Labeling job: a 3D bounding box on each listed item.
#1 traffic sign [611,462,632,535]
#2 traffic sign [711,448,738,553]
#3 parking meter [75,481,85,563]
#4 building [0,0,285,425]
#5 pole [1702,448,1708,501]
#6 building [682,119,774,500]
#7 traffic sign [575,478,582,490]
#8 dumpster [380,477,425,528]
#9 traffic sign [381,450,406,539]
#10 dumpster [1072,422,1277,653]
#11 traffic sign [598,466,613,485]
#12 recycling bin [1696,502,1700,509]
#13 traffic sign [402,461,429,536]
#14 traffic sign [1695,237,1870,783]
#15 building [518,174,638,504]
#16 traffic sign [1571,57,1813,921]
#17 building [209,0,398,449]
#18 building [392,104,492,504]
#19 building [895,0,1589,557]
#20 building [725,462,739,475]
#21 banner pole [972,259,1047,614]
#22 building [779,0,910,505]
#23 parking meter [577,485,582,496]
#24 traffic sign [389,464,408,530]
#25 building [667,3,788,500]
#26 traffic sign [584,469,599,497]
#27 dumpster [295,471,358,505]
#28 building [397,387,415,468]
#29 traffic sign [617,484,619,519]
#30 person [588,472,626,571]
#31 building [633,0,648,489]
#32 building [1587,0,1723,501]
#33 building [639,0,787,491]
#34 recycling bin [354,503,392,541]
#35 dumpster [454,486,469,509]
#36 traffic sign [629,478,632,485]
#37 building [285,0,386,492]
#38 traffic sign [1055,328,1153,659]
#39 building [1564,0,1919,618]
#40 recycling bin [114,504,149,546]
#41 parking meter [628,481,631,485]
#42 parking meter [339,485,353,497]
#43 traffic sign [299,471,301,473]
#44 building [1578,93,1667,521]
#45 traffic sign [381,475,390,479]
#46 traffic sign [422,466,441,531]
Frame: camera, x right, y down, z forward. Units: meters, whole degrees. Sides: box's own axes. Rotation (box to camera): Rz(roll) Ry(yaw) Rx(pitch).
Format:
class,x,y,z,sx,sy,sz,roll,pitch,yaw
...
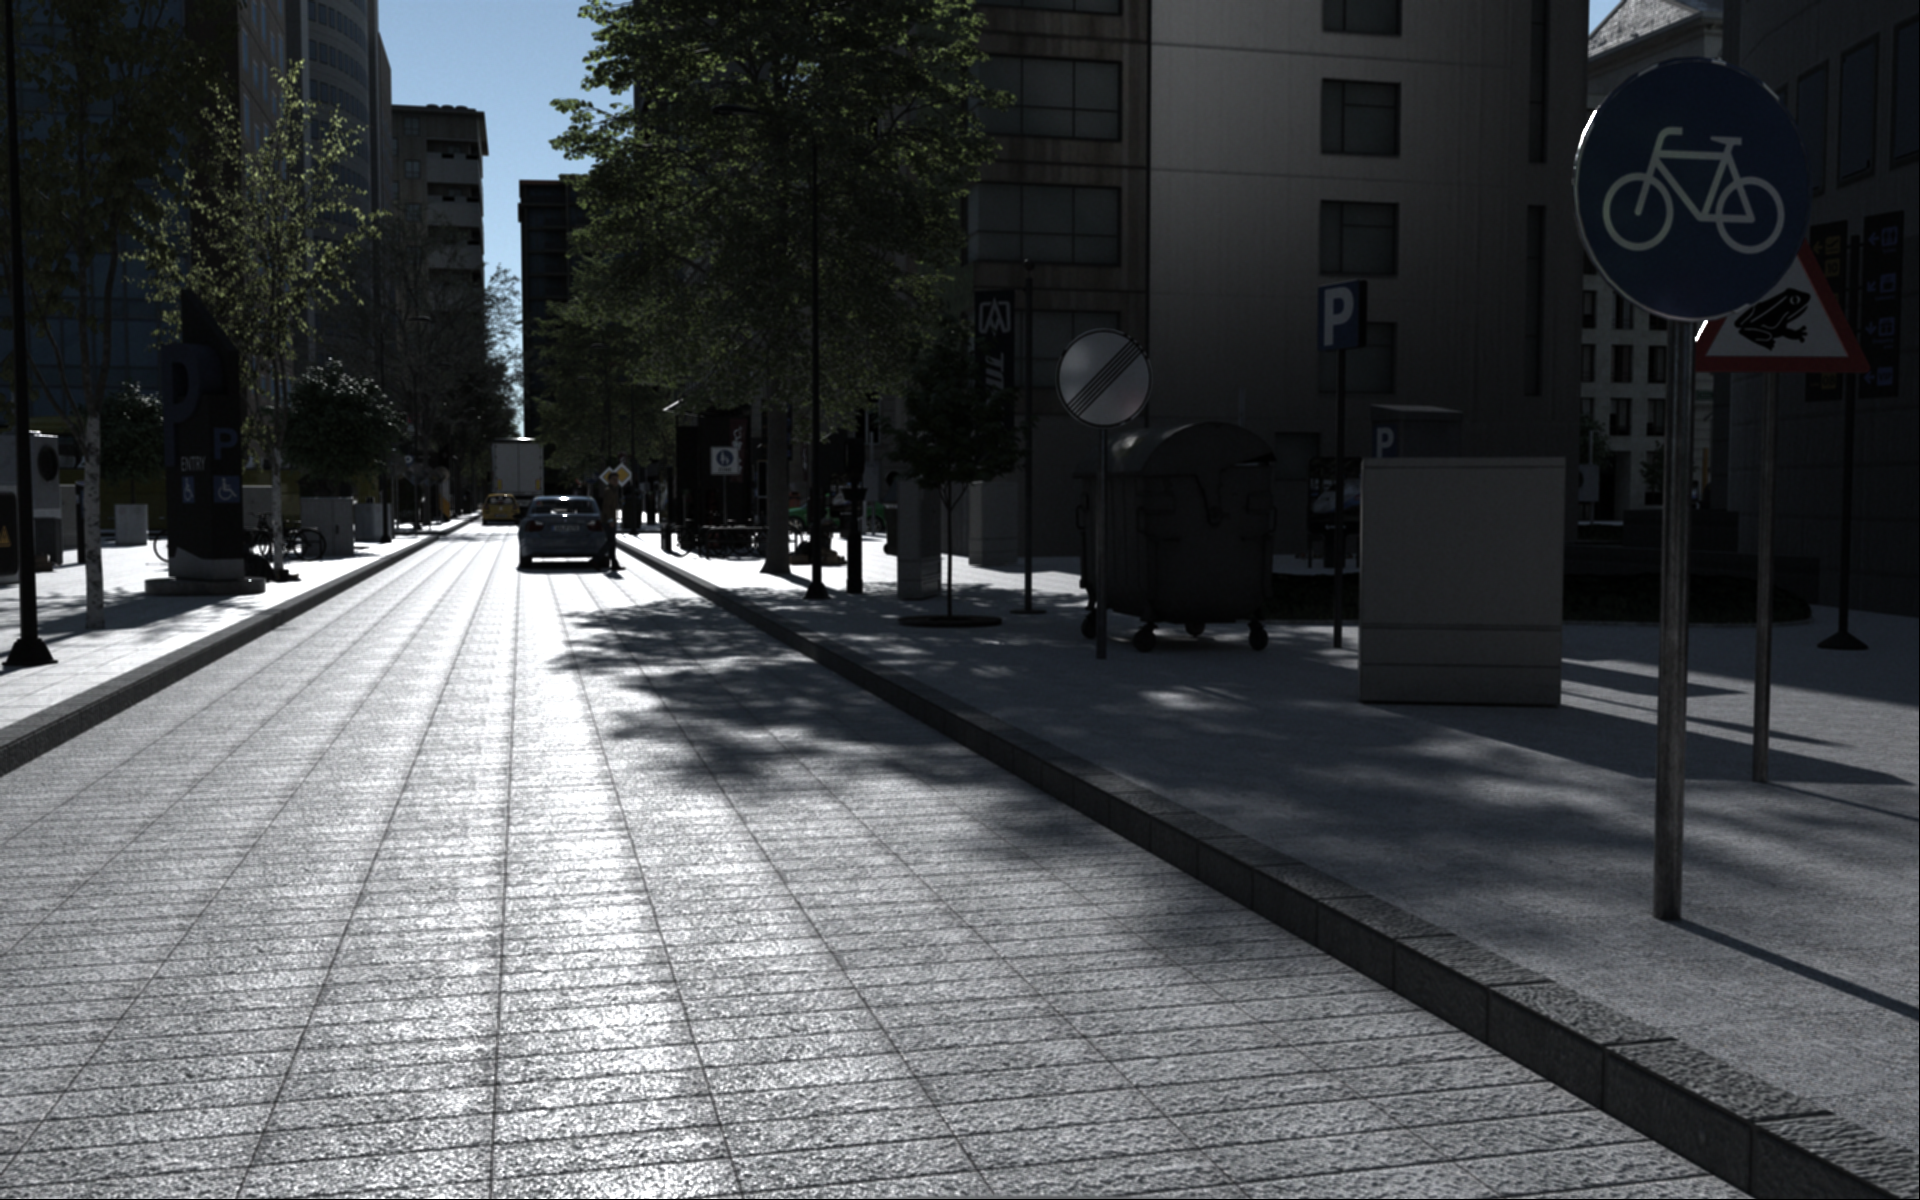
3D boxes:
class,x,y,z,sx,sy,sz,roll,pitch,yaw
traffic sign,-10.619,-3.106,54.428,0.795,2.450,0.064,-1,4,-14
traffic sign,-5.085,-2.163,37.495,0.606,2.300,0.079,-1,4,-9
parking meter,-16.270,-1.461,32.304,0.372,1.533,0.369,0,3,0
building,-35.810,-25.721,70.652,14.600,45.320,14.200,-1,4,-14
pole,32.967,-5.066,76.670,0.158,3.312,0.155,0,3,0
building,-8.754,-20.880,117.808,17.030,29.872,44.131,-1,4,-14
traffic sign,-22.394,-6.273,102.672,0.768,2.556,0.104,-1,4,-12
dumpster,-20.747,-3.791,64.483,1.502,2.255,1.985,-1,4,-14
traffic sign,-16.229,-3.023,49.529,0.768,2.556,0.104,-1,4,-9
dumpster,1.822,-0.551,14.764,1.264,1.857,1.865,-1,4,-14
traffic sign,-12.572,-3.580,62.172,0.795,2.450,0.064,-1,4,-14
recycling bin,24.326,-2.666,56.150,0.722,1.027,0.722,3,4,38
traffic sign,-16.631,-3.015,52.939,0.795,2.450,0.064,-1,4,-14
traffic sign,3.565,-0.467,7.644,0.884,2.594,0.081,0,4,-7
building,-46.730,-35.554,235.930,28.867,44.769,22.147,-1,4,-14
traffic sign,2.141,-0.310,5.167,0.768,2.556,0.104,-1,4,-10
building,-61.346,-31.449,164.297,14.600,45.320,14.200,-1,4,-14
building,-75.272,-39.368,232.911,27.495,52.752,28.713,-1,4,-14
building,5.406,-21.927,42.098,14.154,41.232,14.086,-1,4,-14
building,-24.452,-28.527,238.121,14.107,30.474,14.160,-1,4,-14
banner pole,0.523,-1.752,18.670,0.863,3.779,0.401,1,4,23
building,4.653,-17.268,79.602,25.104,27.353,12.463,-1,4,-14
parking meter,-25.583,-6.789,116.705,0.255,1.863,0.399,1,4,18
traffic sign,-20.105,-3.776,61.844,0.768,2.556,0.104,0,4,-7
building,-17.876,-28.402,147.964,14.154,41.232,14.086,-1,4,-14
traffic sign,-18.477,-5.307,86.872,0.768,2.556,0.104,-1,4,-10
dumpster,-17.576,-2.786,48.050,1.502,2.255,1.985,-1,4,-14
building,-74.446,-53.112,181.054,31.000,86.520,22.319,-1,4,-14
traffic sign,-17.929,-5.545,90.774,0.768,2.556,0.104,-1,4,-11
person,-6.559,-1.464,32.340,0.656,1.842,0.836,3,5,45
building,-24.959,-39.631,189.962,21.231,58.520,28.212,-1,4,-14
building,44.296,-18.557,90.792,23.554,28.519,14.401,-1,4,-14
building,-19.069,-33.175,166.111,21.300,48.544,21.600,-1,4,-14
recycling bin,-16.197,-2.154,47.777,0.722,1.027,0.722,2,4,25
dumpster,-35.808,-7.236,124.073,1.264,1.857,1.865,-1,4,-14
traffic sign,-16.726,-5.195,87.065,0.606,2.300,0.079,-1,4,-10
building,-59.501,-36.687,141.836,21.231,58.520,28.212,-1,4,-14
traffic sign,1.103,-0.815,13.427,0.768,2.556,0.104,-1,4,-9
building,20.574,-28.953,15.379,21.231,58.520,28.212,-1,4,-14
recycling bin,-20.832,-1.896,43.557,0.722,1.027,0.722,-1,4,-22
parking meter,-15.022,-4.447,78.426,0.255,1.863,0.399,-1,4,-9
parking meter,-16.510,-2.332,46.546,0.372,1.533,0.369,0,3,0
traffic sign,-18.940,-3.082,50.503,0.768,2.556,0.104,-1,4,-13
building,24.989,-14.081,84.974,16.860,20.320,10.420,-1,4,-14
traffic sign,-26.628,-4.942,80.911,0.768,2.556,0.104,0,4,-7
traffic sign,-18.584,-3.489,60.682,0.795,2.450,0.064,-1,4,-14
